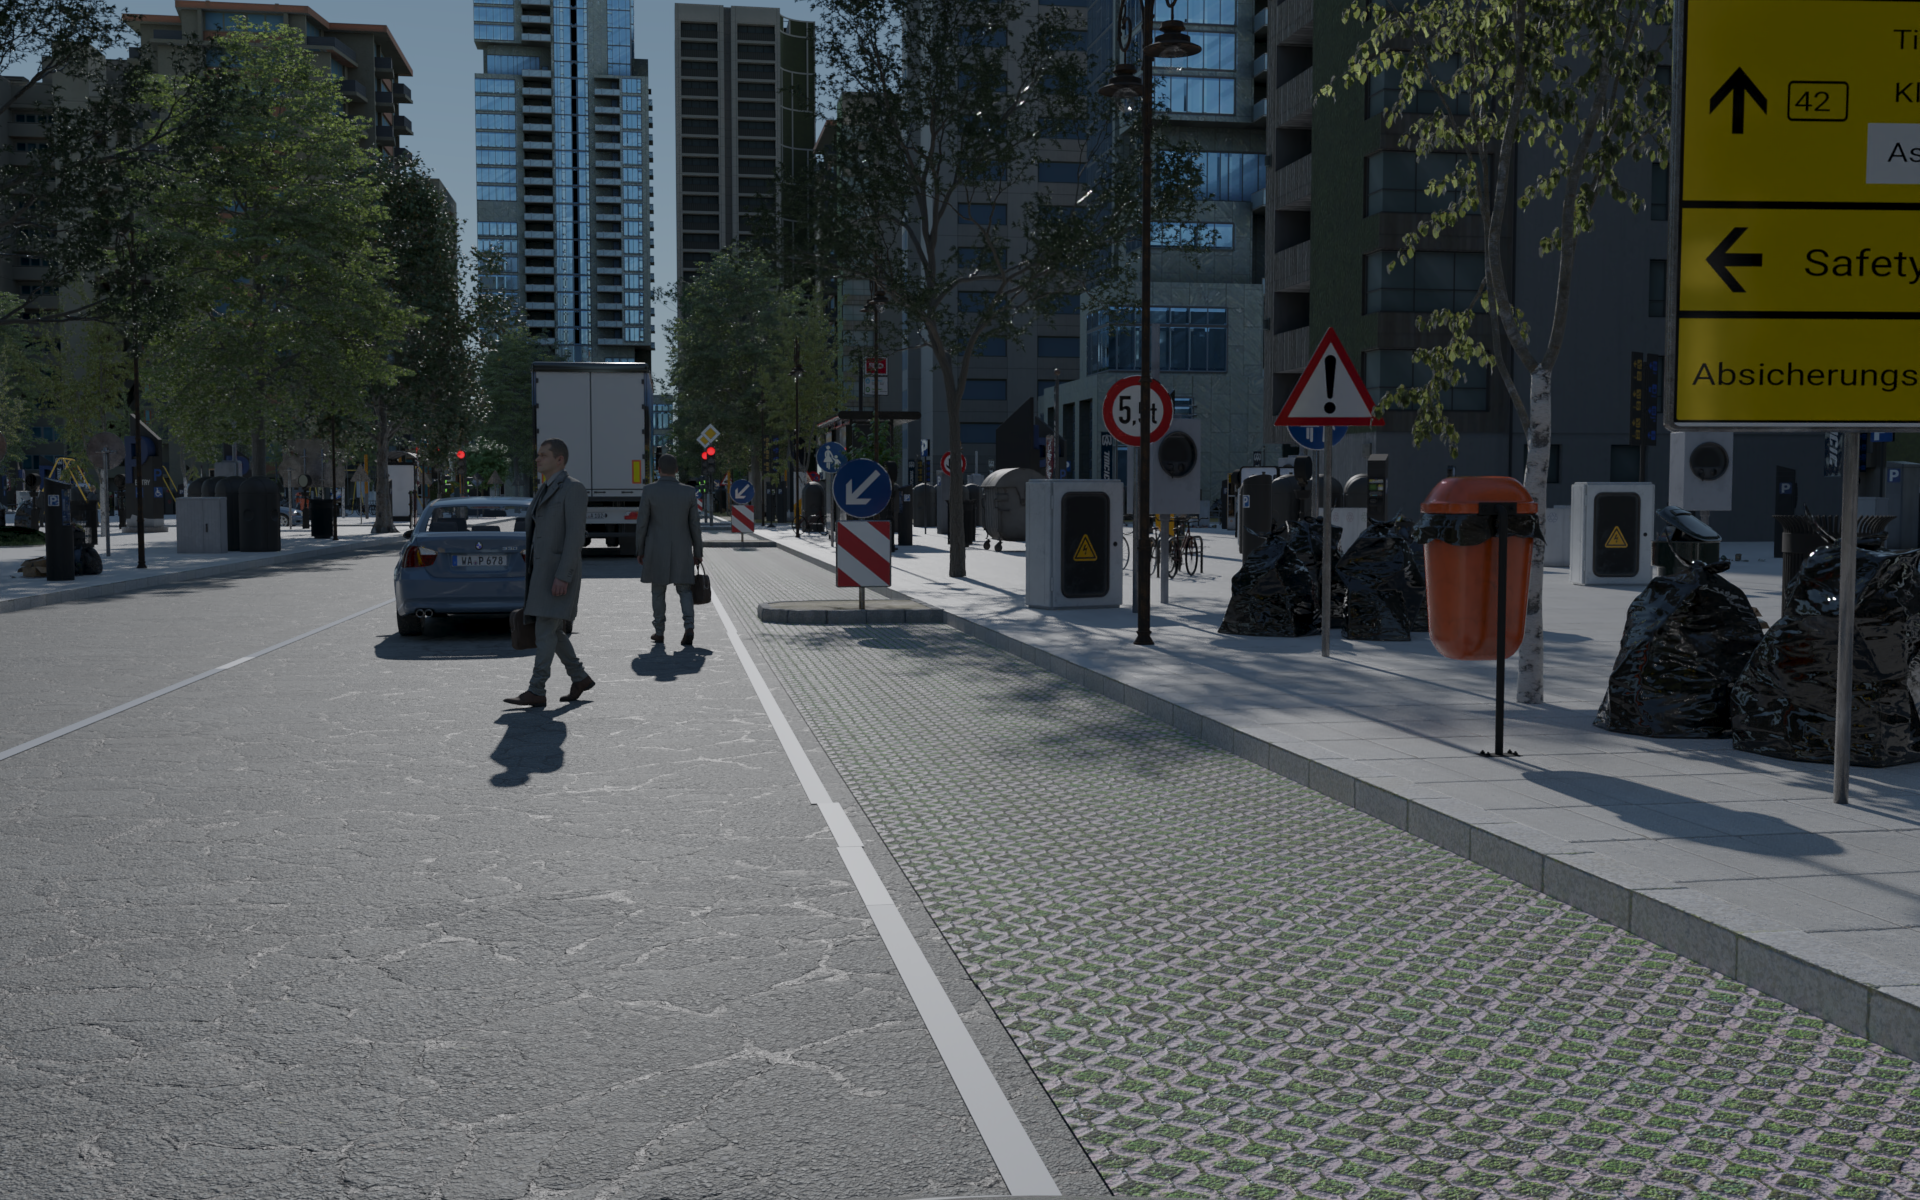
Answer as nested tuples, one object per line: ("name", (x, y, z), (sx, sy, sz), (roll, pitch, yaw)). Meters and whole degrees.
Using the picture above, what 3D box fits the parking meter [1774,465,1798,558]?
("parking meter", (16.600, -1.779, 34.804), (0.399, 1.863, 0.255), (2, 4, 28))

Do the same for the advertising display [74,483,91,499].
("advertising display", (-49.497, -5.659, 97.738), (0.123, 1.923, 0.974), (2, 4, 30))

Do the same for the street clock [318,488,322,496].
("street clock", (-48.679, -7.797, 132.052), (0.471, 2.002, 0.358), (2, 4, 35))

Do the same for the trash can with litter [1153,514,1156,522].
("trash can with litter", (9.273, -4.219, 80.375), (1.055, 1.170, 0.624), (3, 5, 39))

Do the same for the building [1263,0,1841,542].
("building", (16.448, -17.128, 51.744), (14.160, 30.474, 14.107), (-1, 4, -10))

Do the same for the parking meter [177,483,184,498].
("parking meter", (-41.206, -5.256, 91.652), (0.399, 1.863, 0.255), (-2, 4, -26))

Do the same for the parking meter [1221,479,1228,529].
("parking meter", (9.744, -3.520, 63.262), (0.399, 1.863, 0.255), (1, 4, 23))

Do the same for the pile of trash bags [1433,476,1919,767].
("pile of trash bags", (3.994, 0.051, 8.927), (3.447, 1.369, 1.912), (-1, 4, -10))

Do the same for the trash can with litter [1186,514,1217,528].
("trash can with litter", (9.047, -3.319, 65.321), (2.233, 1.210, 1.678), (3, 5, 45))

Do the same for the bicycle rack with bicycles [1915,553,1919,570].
("bicycle rack with bicycles", (12.848, -0.415, 20.162), (2.852, 0.926, 2.925), (1, 4, 10))

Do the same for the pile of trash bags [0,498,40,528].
("pile of trash bags", (-35.906, -3.325, 64.112), (3.447, 1.369, 1.912), (-1, 4, -12))

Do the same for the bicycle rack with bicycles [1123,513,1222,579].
("bicycle rack with bicycles", (2.907, -0.881, 27.788), (2.852, 0.926, 2.925), (2, 4, 31))

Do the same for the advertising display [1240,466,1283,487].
("advertising display", (6.887, -2.117, 39.833), (0.974, 1.923, 0.123), (3, 4, 36))

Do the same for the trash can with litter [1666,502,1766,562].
("trash can with litter", (14.274, -1.362, 33.334), (2.233, 1.210, 1.678), (2, 4, 31))

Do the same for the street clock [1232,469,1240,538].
("street clock", (8.226, -2.836, 50.943), (0.471, 2.002, 0.358), (-3, 4, -36))

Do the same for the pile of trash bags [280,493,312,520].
("pile of trash bags", (-38.595, -5.381, 97.732), (3.447, 1.369, 1.912), (-3, 5, -45))

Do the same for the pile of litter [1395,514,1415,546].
("pile of litter", (9.739, -1.405, 36.942), (1.176, 0.858, 1.719), (3, 4, 39))

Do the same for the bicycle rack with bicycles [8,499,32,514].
("bicycle rack with bicycles", (-62.653, -6.206, 114.854), (2.925, 0.926, 2.852), (1, 4, 8))

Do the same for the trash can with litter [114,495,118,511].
("trash can with litter", (-65.141, -7.510, 133.842), (1.678, 1.210, 2.233), (-3, 5, -44))

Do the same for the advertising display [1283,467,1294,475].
("advertising display", (7.647, -2.173, 40.743), (0.974, 1.923, 0.123), (-1, 4, -11))

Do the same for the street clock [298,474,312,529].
("street clock", (-24.185, -3.635, 63.996), (0.471, 2.002, 0.358), (2, 4, 23))

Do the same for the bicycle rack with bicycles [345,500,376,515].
("bicycle rack with bicycles", (-36.163, -5.620, 105.273), (2.852, 0.926, 2.925), (2, 4, 34))

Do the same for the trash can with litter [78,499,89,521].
("trash can with litter", (-41.957, -4.383, 83.047), (1.055, 1.170, 0.624), (0, 4, -2))

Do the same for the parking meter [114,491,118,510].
("parking meter", (-68.662, -8.114, 141.066), (0.372, 1.533, 0.369), (0, 3, 0))

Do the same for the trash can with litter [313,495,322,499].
("trash can with litter", (-40.470, -5.929, 107.997), (2.233, 1.210, 1.678), (-3, 4, -36))

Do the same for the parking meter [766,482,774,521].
("parking meter", (-8.859, -4.609, 81.075), (0.399, 1.863, 0.255), (3, 5, 39))

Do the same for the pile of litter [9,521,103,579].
("pile of litter", (-14.176, -0.804, 27.105), (1.176, 0.858, 1.719), (1, 4, 19))

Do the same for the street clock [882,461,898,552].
("street clock", (-1.548, -2.053, 38.142), (0.358, 2.002, 0.471), (-1, 4, -20))

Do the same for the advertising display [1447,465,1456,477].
("advertising display", (11.200, -2.097, 39.500), (0.123, 1.923, 0.974), (1, 4, 20))

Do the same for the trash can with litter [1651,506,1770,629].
("trash can with litter", (6.959, -0.284, 16.033), (0.624, 1.170, 1.055), (-3, 4, -37))

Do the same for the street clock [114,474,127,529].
("street clock", (-30.492, -3.575, 63.021), (0.471, 2.002, 0.358), (0, 4, 3))

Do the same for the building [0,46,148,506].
("building", (-96.988, -34.635, 189.983), (21.600, 48.544, 21.300), (-1, 4, -10))

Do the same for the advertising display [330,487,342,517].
("advertising display", (-34.895, -5.609, 96.917), (0.974, 1.923, 0.123), (2, 4, 31))

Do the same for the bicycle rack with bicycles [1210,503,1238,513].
("bicycle rack with bicycles", (11.317, -3.507, 70.722), (2.852, 0.926, 2.925), (-1, 4, -10))

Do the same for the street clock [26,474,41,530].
("street clock", (-32.696, -3.462, 61.168), (0.471, 2.002, 0.358), (1, 4, 14))

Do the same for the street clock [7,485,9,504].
("street clock", (-71.904, -7.702, 130.501), (0.358, 2.002, 0.471), (1, 4, 22))

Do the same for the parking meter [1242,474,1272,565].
("parking meter", (3.854, -0.860, 22.478), (0.372, 1.533, 0.369), (0, 3, 0))

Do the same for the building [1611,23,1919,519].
("building", (51.410, -20.574, 108.088), (14.107, 30.474, 14.160), (-1, 4, -10))

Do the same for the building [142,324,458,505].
("building", (-71.701, -21.268, 192.770), (28.899, 21.520, 27.650), (-1, 4, -10))

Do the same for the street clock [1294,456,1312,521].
("street clock", (6.530, -1.739, 32.998), (0.358, 2.002, 0.471), (2, 4, 29))

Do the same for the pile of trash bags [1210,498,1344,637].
("pile of trash bags", (4.059, -0.421, 16.637), (1.912, 1.369, 3.447), (3, 5, 41))

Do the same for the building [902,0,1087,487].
("building", (6.053, -36.169, 133.364), (21.231, 58.520, 28.212), (-1, 4, -10))

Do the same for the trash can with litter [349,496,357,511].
("trash can with litter", (-46.732, -7.505, 134.101), (1.055, 1.170, 0.624), (-1, 4, -17))

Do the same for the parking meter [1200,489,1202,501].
("parking meter", (11.701, -4.685, 85.012), (0.372, 1.533, 0.369), (0, 3, 0))

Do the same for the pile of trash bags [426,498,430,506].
("pile of trash bags", (-37.809, -6.750, 120.118), (3.447, 1.369, 1.912), (-1, 4, -13))

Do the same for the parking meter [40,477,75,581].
("parking meter", (-13.363, -1.057, 25.690), (0.372, 1.533, 0.369), (0, 3, 0))

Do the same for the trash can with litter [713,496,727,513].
("trash can with litter", (-16.513, -6.563, 118.700), (1.055, 1.170, 0.624), (0, 4, 0))

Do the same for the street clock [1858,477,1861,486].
("street clock", (33.172, -3.659, 64.390), (0.471, 2.002, 0.358), (0, 4, 6))

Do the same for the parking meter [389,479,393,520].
("parking meter", (-22.017, -3.726, 66.632), (0.255, 1.863, 0.399), (0, 4, 2))

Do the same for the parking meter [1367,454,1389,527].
("parking meter", (6.054, -1.188, 25.132), (0.255, 1.863, 0.399), (1, 4, 21))

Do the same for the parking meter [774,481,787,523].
("parking meter", (-7.901, -4.347, 76.780), (0.399, 1.863, 0.255), (2, 4, 35))

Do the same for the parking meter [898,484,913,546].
("parking meter", (-1.361, -2.119, 43.055), (0.372, 1.533, 0.369), (0, 3, 0))

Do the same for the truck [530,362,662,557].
("truck", (-8.762, -3.273, 42.430), (2.839, 4.237, 11.283), (-1, 4, -9))

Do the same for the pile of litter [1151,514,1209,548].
("pile of litter", (5.207, -1.717, 42.035), (1.176, 0.858, 1.719), (-3, 5, -40))

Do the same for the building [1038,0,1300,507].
("building", (20.724, -48.430, 104.499), (31.000, 86.520, 22.319), (-1, 4, -10))

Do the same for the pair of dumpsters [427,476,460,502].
("pair of dumpsters", (-26.499, -5.314, 89.376), (1.574, 2.255, 4.437), (-1, 4, -10))

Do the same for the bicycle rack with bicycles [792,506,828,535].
("bicycle rack with bicycles", (-3.465, -2.501, 54.273), (2.925, 0.926, 2.852), (3, 5, 40))

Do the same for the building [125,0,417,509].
("building", (-62.227, -30.815, 158.443), (22.147, 44.769, 28.867), (-1, 4, -10))
